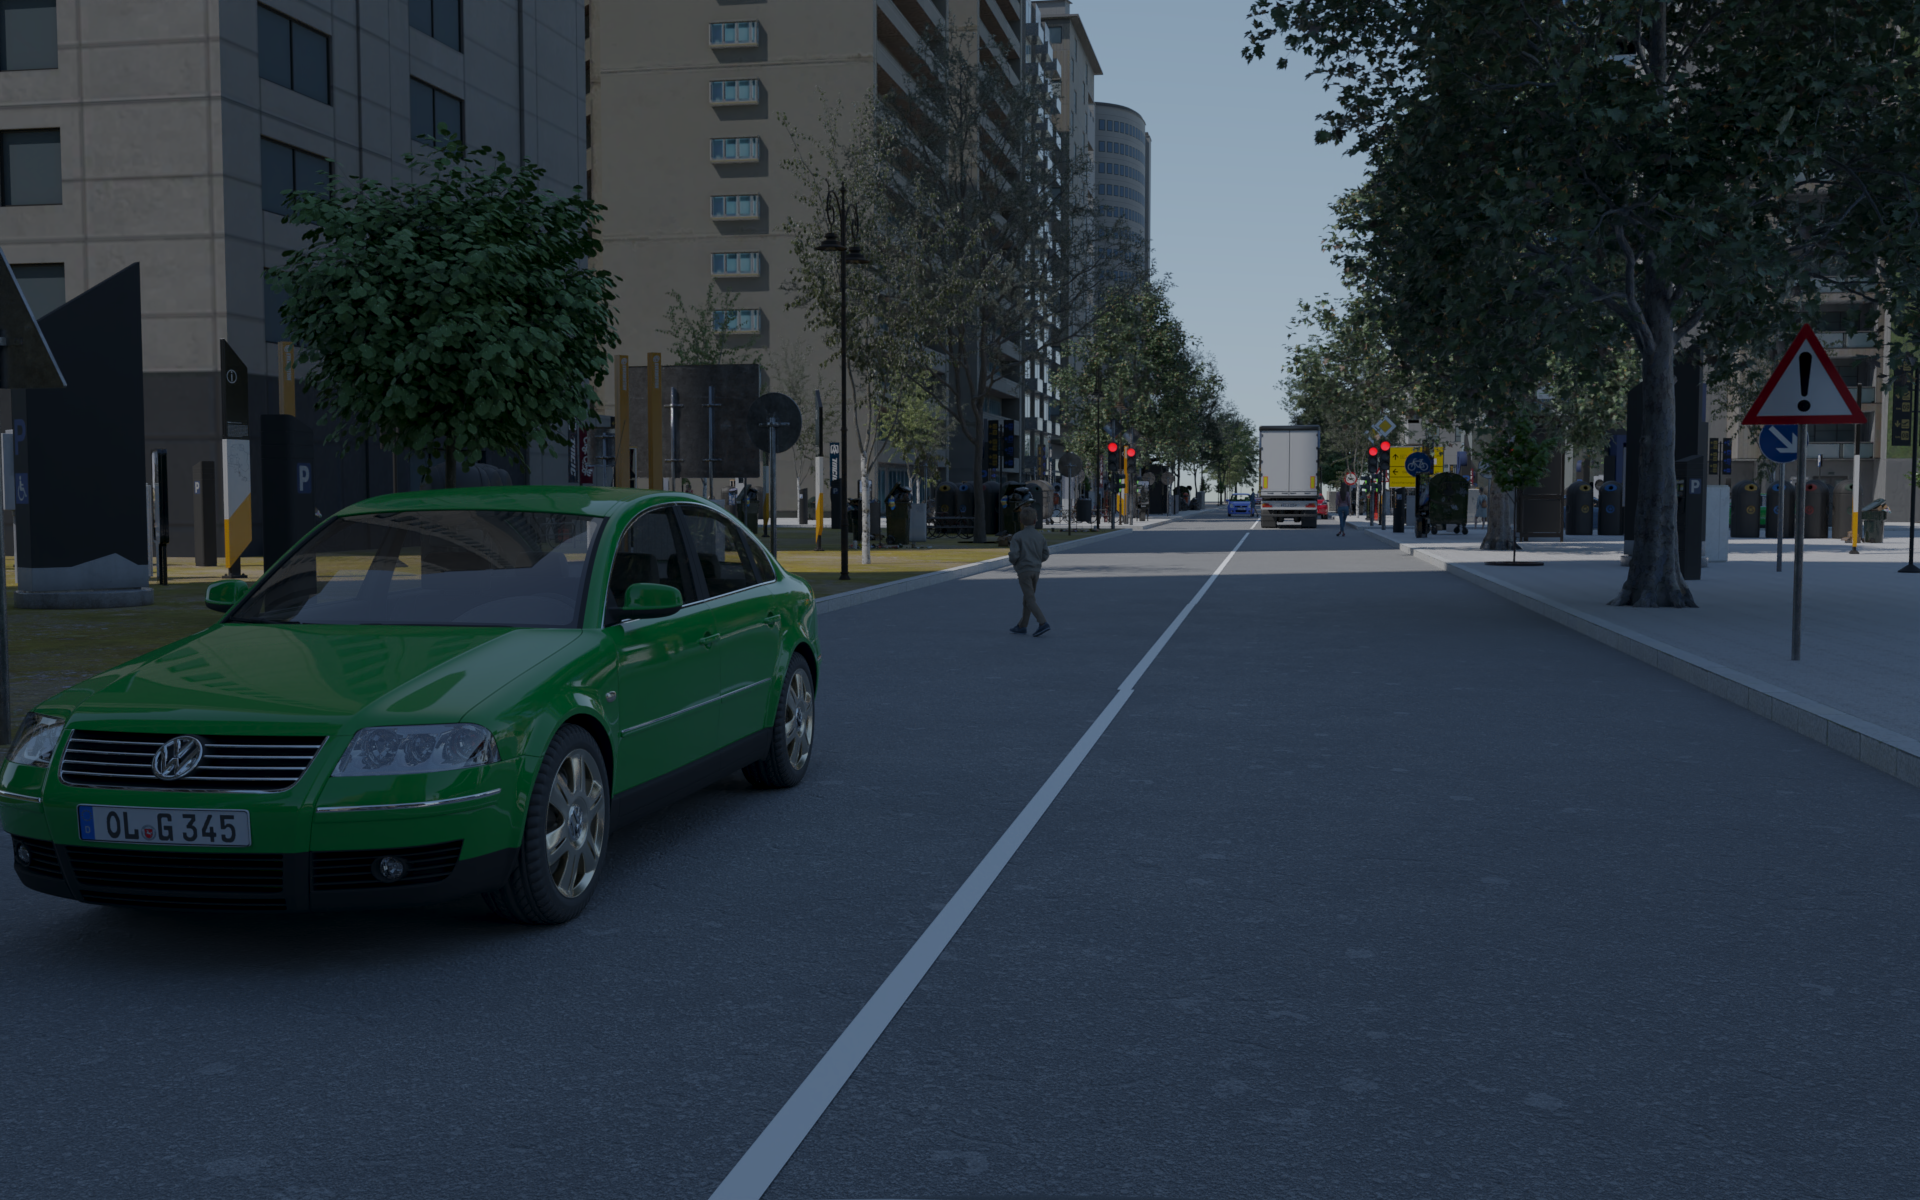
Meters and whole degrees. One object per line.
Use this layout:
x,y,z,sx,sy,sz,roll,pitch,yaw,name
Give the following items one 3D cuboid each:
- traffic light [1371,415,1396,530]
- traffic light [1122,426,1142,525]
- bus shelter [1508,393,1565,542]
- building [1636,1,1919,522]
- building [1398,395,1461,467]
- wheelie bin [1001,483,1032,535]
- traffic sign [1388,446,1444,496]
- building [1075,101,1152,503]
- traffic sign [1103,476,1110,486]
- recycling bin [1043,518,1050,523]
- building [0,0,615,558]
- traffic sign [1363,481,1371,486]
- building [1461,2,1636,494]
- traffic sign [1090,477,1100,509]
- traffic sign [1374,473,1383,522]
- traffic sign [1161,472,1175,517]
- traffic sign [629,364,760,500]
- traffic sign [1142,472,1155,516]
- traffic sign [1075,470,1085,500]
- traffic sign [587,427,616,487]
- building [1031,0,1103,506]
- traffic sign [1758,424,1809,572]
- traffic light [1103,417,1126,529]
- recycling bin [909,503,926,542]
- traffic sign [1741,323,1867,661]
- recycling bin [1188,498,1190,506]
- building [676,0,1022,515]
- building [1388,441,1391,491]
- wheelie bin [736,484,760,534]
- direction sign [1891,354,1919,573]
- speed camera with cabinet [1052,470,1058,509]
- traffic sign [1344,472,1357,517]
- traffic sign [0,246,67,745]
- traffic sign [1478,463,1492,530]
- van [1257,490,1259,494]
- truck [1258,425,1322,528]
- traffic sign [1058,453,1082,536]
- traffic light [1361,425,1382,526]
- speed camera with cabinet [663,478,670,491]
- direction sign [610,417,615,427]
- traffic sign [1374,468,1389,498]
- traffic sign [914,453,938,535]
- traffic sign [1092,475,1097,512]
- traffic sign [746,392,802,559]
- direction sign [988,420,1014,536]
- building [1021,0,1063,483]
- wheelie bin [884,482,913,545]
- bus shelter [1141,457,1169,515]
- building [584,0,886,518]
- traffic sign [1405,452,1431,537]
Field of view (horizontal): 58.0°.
15.078,-4.446,61.610,0.839,4.253,0.868,1,4,10,traffic light
7.068,-5.031,71.181,0.839,4.253,0.868,1,4,10,traffic light
16.516,-4.440,50.224,2.179,5.291,8.768,1,4,10,bus shelter
41.524,-24.520,84.491,14.086,41.232,14.154,1,4,10,building
80.467,-41.002,259.627,28.713,52.752,27.495,1,4,10,building
1.659,-2.546,49.537,0.980,1.594,0.693,-3,4,-37,wheelie bin
19.314,-4.861,73.346,2.265,3.308,0.079,1,4,17,traffic sign
16.870,-43.856,259.042,21.231,58.520,28.212,1,4,10,building
9.322,-6.772,111.912,0.795,2.450,0.064,1,4,11,traffic sign
3.630,-3.993,77.847,0.722,1.027,0.722,-3,5,-44,recycling bin
-22.798,-37.083,44.553,20.611,71.187,20.563,1,4,10,building
27.270,-7.075,115.674,0.884,2.594,0.081,1,4,12,traffic sign
59.869,-51.779,159.259,22.319,86.520,31.000,1,4,10,building
8.117,-6.228,103.952,0.606,2.300,0.079,1,4,18,traffic sign
19.495,-4.862,80.675,0.795,2.450,0.064,1,4,16,traffic sign
11.784,-6.005,98.283,0.768,2.556,0.104,1,4,13,traffic sign
-4.224,-2.046,27.320,2.265,3.308,0.079,1,4,15,traffic sign
10.931,-6.138,100.458,0.768,2.556,0.104,1,4,20,traffic sign
5.654,-5.113,83.706,0.768,2.556,0.104,1,4,12,traffic sign
-5.394,-1.481,26.345,0.606,2.300,0.079,1,4,15,traffic sign
0.362,-36.922,192.916,28.713,52.752,27.495,1,4,10,building
13.540,-1.740,28.552,0.768,2.556,0.104,1,4,11,traffic sign
5.622,-4.551,63.328,0.839,4.253,0.868,1,4,10,traffic light
-1.291,-2.094,46.784,0.722,1.027,0.722,0,4,-5,recycling bin
6.451,-0.813,13.294,0.884,2.594,0.081,1,4,14,traffic sign
18.561,-7.983,143.081,0.722,1.027,0.722,-1,4,-23,recycling bin
-7.392,-31.051,131.385,21.300,48.544,21.600,1,4,10,building
82.287,-40.406,284.333,21.300,48.544,21.600,1,4,10,building
-6.827,-2.929,55.804,0.693,1.594,0.980,-1,4,-23,wheelie bin
15.525,-2.213,28.177,0.876,3.537,0.379,-1,4,-13,direction sign
7.093,-8.885,139.603,2.038,3.252,0.660,-1,4,-21,speed camera with cabinet
22.262,-6.032,98.724,0.768,2.556,0.104,1,4,15,traffic sign
-4.899,-0.538,8.803,0.884,2.594,0.081,1,4,19,traffic sign
17.810,-3.559,58.303,0.768,2.556,0.104,1,4,16,traffic sign
48.458,-16.690,277.270,2.240,2.365,5.245,1,4,10,van
14.488,-5.331,76.070,2.839,4.237,11.283,1,4,11,truck
3.385,-3.263,53.456,0.768,2.556,0.104,1,4,13,traffic sign
16.524,-4.926,69.463,0.839,4.253,0.868,1,4,10,traffic light
-24.282,-9.320,146.712,2.038,3.252,0.660,-3,5,-45,speed camera with cabinet
-9.803,-3.601,50.872,0.876,3.537,0.379,-1,4,-21,direction sign
19.055,-4.804,78.550,0.884,2.594,0.081,1,4,13,traffic sign
-1.058,-3.270,53.570,0.768,2.556,0.104,1,4,12,traffic sign
8.344,-6.463,105.779,0.768,2.556,0.104,1,4,18,traffic sign
-2.341,-1.321,21.704,0.768,2.556,0.104,1,4,19,traffic sign
1.254,-3.725,52.904,0.876,3.537,0.379,2,4,27,direction sign
-2.518,-33.305,164.153,23.786,49.044,30.456,1,4,10,building
-1.555,-2.209,44.023,0.693,1.594,0.980,0,4,4,wheelie bin
12.579,-7.259,109.965,1.731,3.624,6.357,1,4,10,bus shelter
-13.100,-29.278,102.392,21.300,48.544,21.600,1,4,10,building
13.775,-3.184,52.169,0.768,2.556,0.104,1,4,14,traffic sign
